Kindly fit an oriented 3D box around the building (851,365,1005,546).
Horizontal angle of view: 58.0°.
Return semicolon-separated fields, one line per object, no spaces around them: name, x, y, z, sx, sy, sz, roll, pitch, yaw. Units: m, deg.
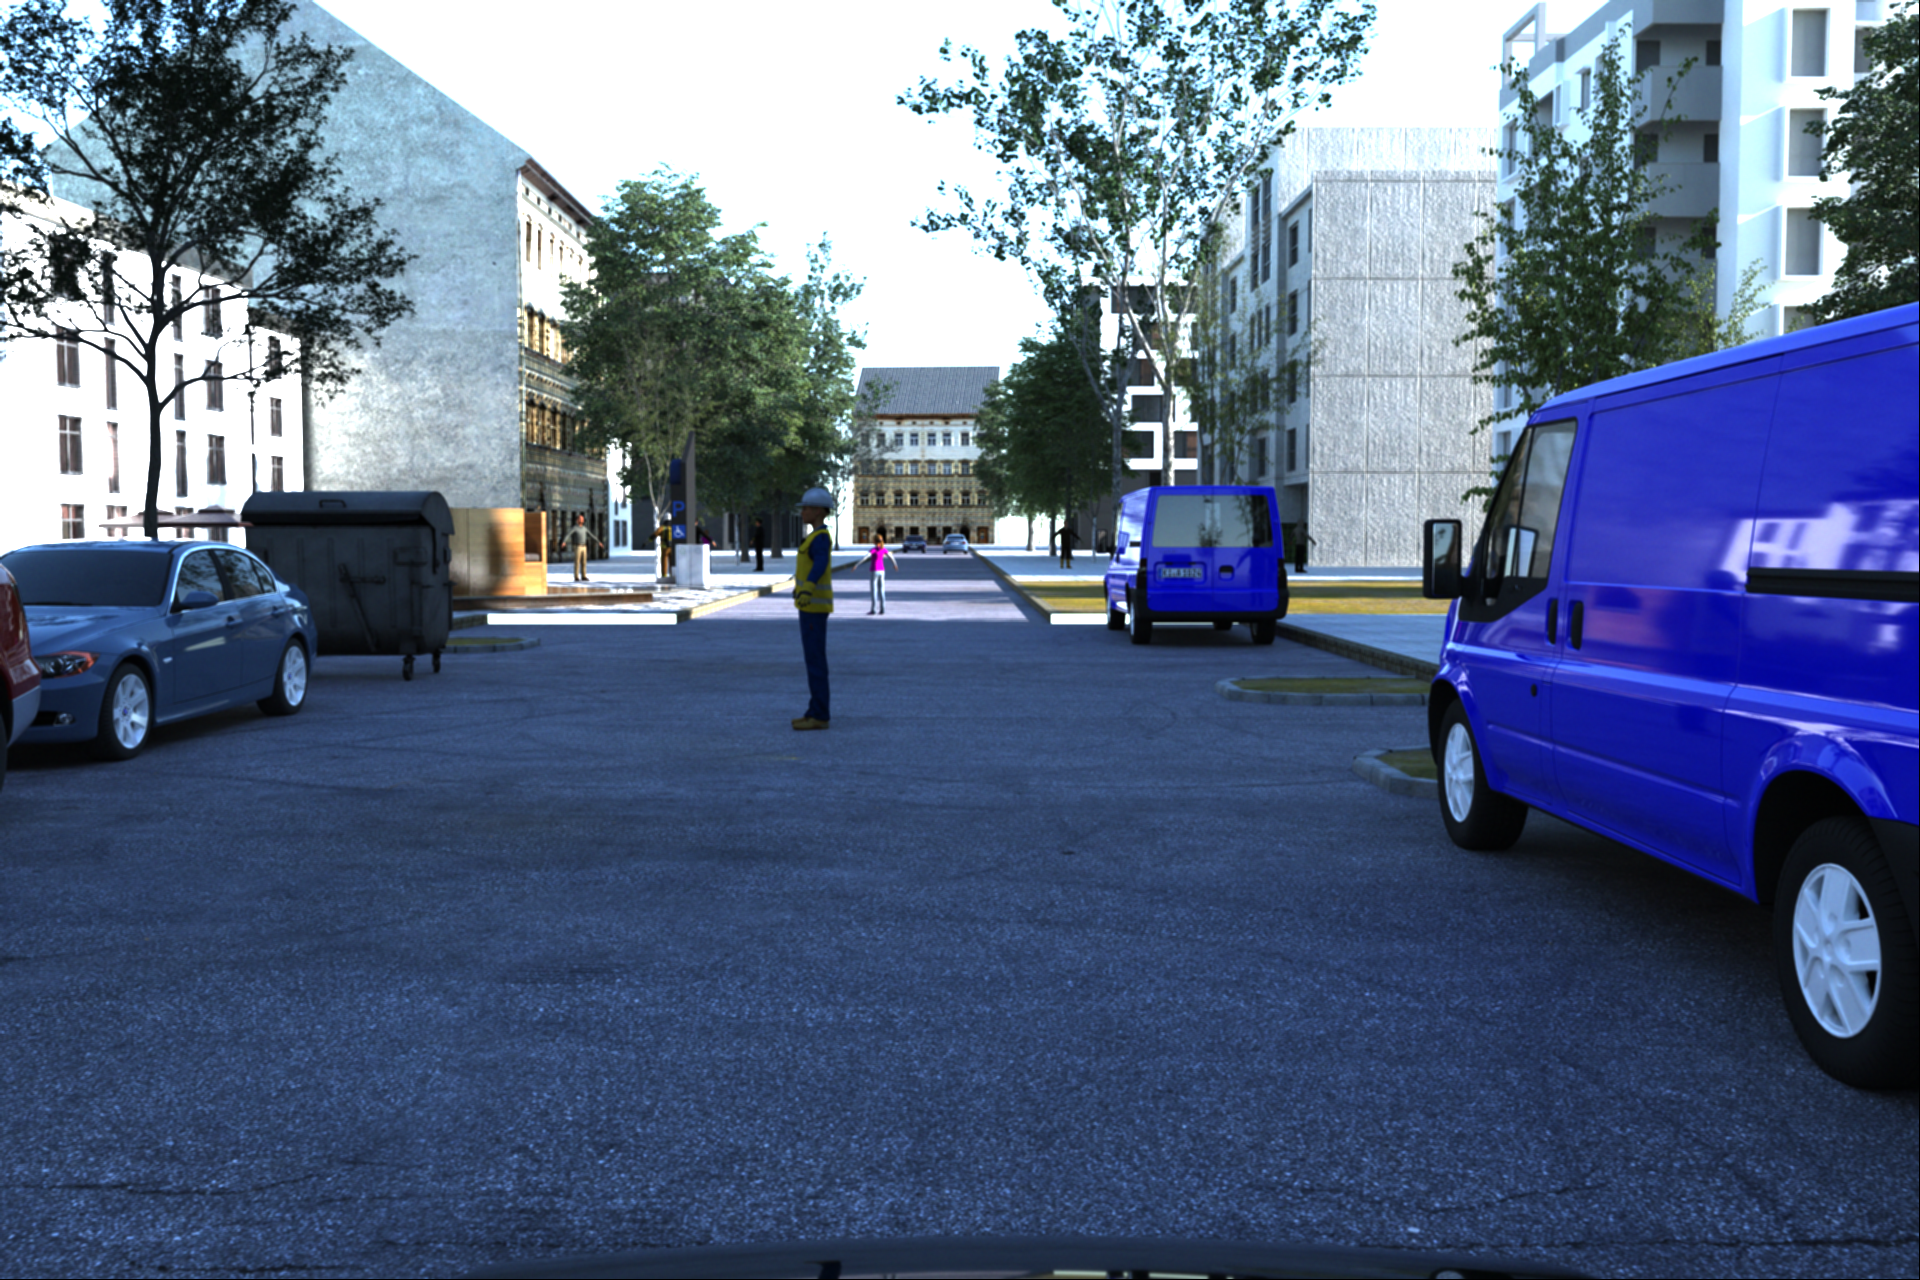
building;-3.778;-23.961;225.152;18.063;23.208;19.493;0;4;5

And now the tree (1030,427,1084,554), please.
tree;5.462;-9.690;108.800;4.360;8.622;3.978;0;3;0

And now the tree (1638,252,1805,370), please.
tree;20.218;-5.853;46.059;4.737;8.622;4.395;0;3;0

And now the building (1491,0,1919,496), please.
building;25.125;-12.648;63.221;16.016;20.090;11.380;0;4;0

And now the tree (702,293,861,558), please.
tree;-9.907;-11.351;92.247;9.857;13.997;8.962;0;3;0

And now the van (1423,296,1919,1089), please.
van;3.198;-0.107;6.133;2.240;2.365;5.245;0;4;-1

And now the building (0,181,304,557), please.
building;-26.960;-6.909;55.105;9.099;9.664;28.070;0;4;0

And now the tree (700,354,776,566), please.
tree;-8.928;-7.340;70.375;4.360;8.622;3.978;0;3;0

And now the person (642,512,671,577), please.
person;-7.786;-2.467;46.101;1.354;1.858;0.705;-2;4;-25

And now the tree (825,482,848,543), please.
tree;-16.767;-16.771;224.559;4.737;8.622;4.395;0;3;0

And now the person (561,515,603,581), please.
person;-10.388;-2.518;47.436;0.705;1.796;1.348;3;5;42

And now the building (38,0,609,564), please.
building;-26.967;-15.117;78.099;19.493;23.208;18.063;0;4;-1

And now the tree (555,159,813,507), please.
tree;-9.398;-9.352;59.556;9.857;13.997;8.962;0;3;0

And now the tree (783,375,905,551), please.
tree;-9.237;-13.507;131.206;12.009;13.543;11.850;0;3;0

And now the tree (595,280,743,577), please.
tree;-8.979;-6.137;50.706;4.360;8.622;3.978;0;3;0

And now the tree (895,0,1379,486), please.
tree;4.528;-11.836;49.404;12.611;20.169;13.585;0;3;0

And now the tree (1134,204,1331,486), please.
tree;5.586;-5.443;39.356;4.360;8.622;3.978;0;3;0

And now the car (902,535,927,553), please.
car;-3.504;-7.392;133.444;1.945;1.354;3.894;0;3;0

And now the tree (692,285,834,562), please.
tree;-9.575;-9.806;78.462;7.486;12.596;7.792;0;3;0

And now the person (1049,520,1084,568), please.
person;3.968;-3.600;64.995;1.346;1.812;0.704;-1;4;-13

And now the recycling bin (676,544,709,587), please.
recycling bin;-6.507;-1.809;42.136;0.722;1.027;0.722;0;4;-1

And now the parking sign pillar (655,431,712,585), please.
parking sign pillar;-7.120;-3.430;44.548;1.447;3.967;1.447;0;4;1

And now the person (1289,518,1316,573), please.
person;11.336;-3.146;57.570;0.705;1.813;1.348;-2;4;-27

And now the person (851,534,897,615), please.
person;-1.508;-1.169;30.838;0.991;1.433;0.599;-3;4;-38

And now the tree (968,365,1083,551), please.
tree;5.162;-13.541;128.044;9.857;13.997;8.962;0;3;0

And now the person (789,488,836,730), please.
person;-1.151;-0.237;12.796;0.721;1.772;1.216;0;4;-7

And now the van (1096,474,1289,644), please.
van;3.151;-1.211;24.186;2.240;2.365;5.245;0;3;0

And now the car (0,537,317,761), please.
car;-6.127;-0.028;12.467;2.014;1.417;4.499;0;4;0

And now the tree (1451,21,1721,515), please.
tree;9.148;-4.623;25.946;4.737;8.622;4.395;0;3;0

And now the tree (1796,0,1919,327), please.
tree;22.598;-7.922;36.186;9.857;13.997;8.962;0;3;0

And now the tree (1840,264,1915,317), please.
tree;25.467;-5.893;46.716;4.737;8.622;4.395;0;3;0

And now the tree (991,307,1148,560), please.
tree;5.462;-10.272;86.079;7.486;12.596;7.792;0;3;0

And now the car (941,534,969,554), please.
car;-0.335;-6.893;124.697;2.014;1.417;4.499;0;4;-1

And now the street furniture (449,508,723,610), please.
street furniture;-11.021;-1.558;32.331;9.812;1.723;11.010;3;5;40

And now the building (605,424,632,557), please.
building;-24.082;-9.874;103.579;9.099;9.664;28.070;0;4;-1

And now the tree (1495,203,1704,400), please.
tree;14.205;-5.410;38.821;4.737;8.622;4.395;0;3;0

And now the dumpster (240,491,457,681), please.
dumpster;-6.111;-0.559;17.357;1.865;1.857;1.264;0;4;0

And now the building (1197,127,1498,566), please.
building;22.136;-13.306;84.014;16.747;18.905;31.486;0;4;0

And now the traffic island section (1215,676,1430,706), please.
traffic island section;3.320;0.453;15.459;1.991;0.108;1.994;0;3;0

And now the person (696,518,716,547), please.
person;-8.201;-2.900;53.602;1.347;1.806;0.705;1;4;20

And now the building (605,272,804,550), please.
building;-29.054;-18.818;151.654;27.936;21.610;32.646;0;4;0

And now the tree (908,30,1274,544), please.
tree;4.743;-12.896;66.731;12.611;20.169;13.585;0;3;0

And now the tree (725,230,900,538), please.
tree;-10.116;-15.558;110.265;12.611;20.169;13.585;0;3;0

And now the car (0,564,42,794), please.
car;-5.675;0.126;6.610;2.281;1.827;5.304;0;4;0

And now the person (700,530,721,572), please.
person;-8.650;-3.047;59.086;0.991;1.433;0.599;-1;4;-13

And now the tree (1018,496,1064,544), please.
tree;10.338;-17.355;218.159;7.601;10.594;8.767;0;4;8

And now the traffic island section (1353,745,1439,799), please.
traffic island section;3.369;0.782;10.086;1.991;0.108;1.994;0;4;-1

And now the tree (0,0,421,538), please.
tree;-11.417;-5.531;24.842;7.601;10.594;8.767;-2;4;-28

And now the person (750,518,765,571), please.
person;-6.954;-3.292;59.760;0.705;1.837;1.347;1;4;10

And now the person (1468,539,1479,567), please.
person;5.327;-0.645;16.383;1.345;1.849;0.704;-1;4;-21

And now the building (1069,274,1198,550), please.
building;23.381;-18.882;152.700;27.936;21.610;32.646;0;3;0

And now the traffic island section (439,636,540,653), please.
traffic island section;-6.392;0.065;21.796;1.991;0.108;1.994;0;4;0

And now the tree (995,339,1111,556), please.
tree;5.657;-11.156;100.525;7.486;12.596;7.792;0;3;0

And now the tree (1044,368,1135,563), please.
tree;5.994;-7.735;76.822;4.360;8.622;3.978;0;3;0
